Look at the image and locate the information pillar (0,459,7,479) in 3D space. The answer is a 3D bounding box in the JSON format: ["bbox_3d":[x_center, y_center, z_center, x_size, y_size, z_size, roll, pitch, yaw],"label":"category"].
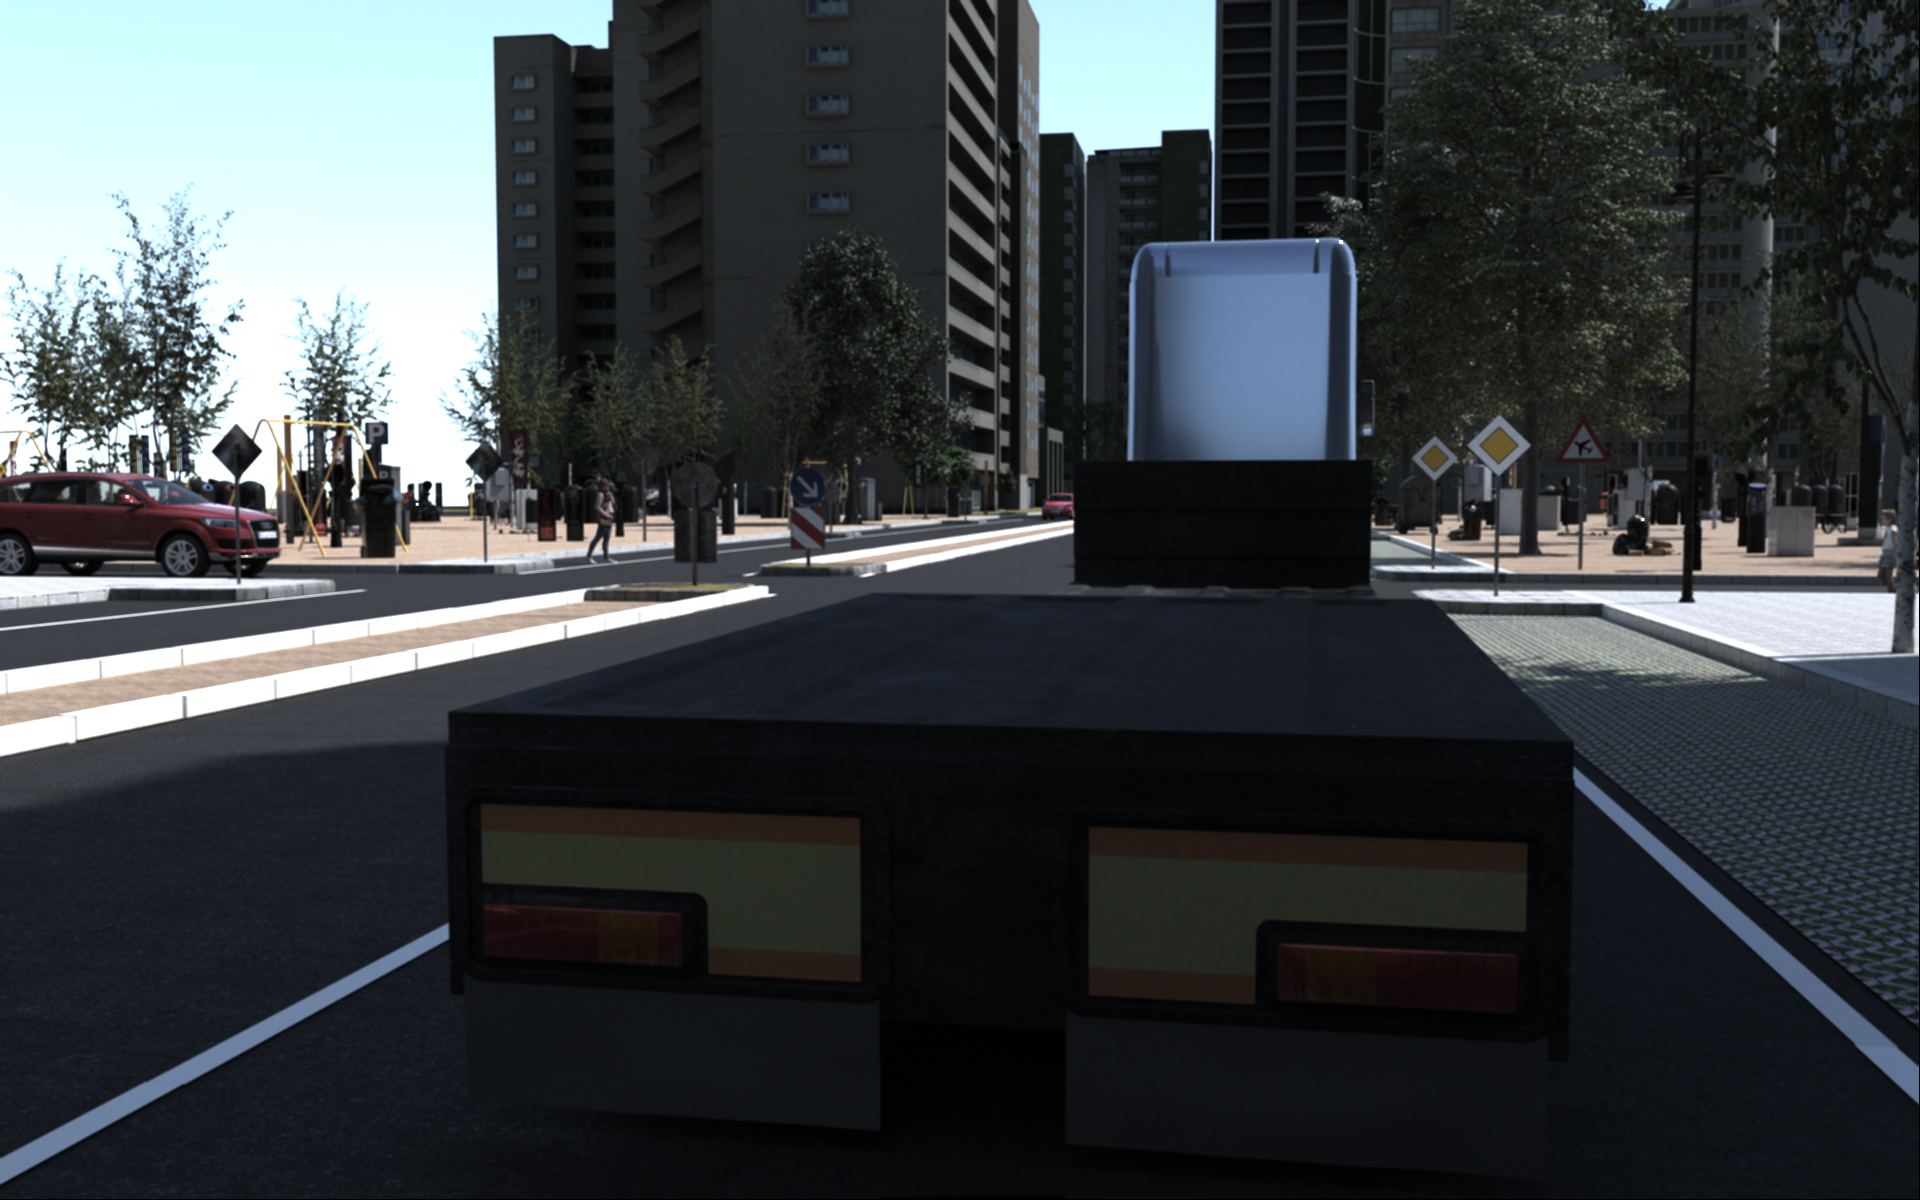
[{"bbox_3d":[-63.847,-7.604,115.688,0.183,3.616,0.504,2,4,24],"label":"information pillar"}]

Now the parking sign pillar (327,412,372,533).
[{"bbox_3d":[-20.488,-4.225,57.551,1.447,3.967,1.447,-1,4,-23],"label":"parking sign pillar"}]

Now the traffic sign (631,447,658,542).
[{"bbox_3d":[-8.525,-2.853,46.754,0.768,2.556,0.104,1,4,11],"label":"traffic sign"}]

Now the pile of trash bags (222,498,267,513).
[{"bbox_3d":[-39.355,-5.247,95.536,1.912,1.369,3.447,-1,4,-12],"label":"pile of trash bags"}]

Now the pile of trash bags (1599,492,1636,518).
[{"bbox_3d":[36.388,-5.159,94.107,3.447,1.369,1.912,0,4,-7],"label":"pile of trash bags"}]

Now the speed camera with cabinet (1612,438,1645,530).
[{"bbox_3d":[24.070,-4.162,62.382,0.660,3.252,2.038,0,4,7],"label":"speed camera with cabinet"}]

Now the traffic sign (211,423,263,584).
[{"bbox_3d":[-10.268,-1.282,24.608,0.795,2.450,0.064,1,4,10],"label":"traffic sign"}]

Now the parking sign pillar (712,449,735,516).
[{"bbox_3d":[-13.983,-6.976,102.533,1.447,3.967,1.447,-2,4,-24],"label":"parking sign pillar"}]

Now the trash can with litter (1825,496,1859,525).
[{"bbox_3d":[36.699,-3.717,71.829,2.233,1.210,1.678,2,4,35],"label":"trash can with litter"}]

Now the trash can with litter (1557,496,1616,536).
[{"bbox_3d":[19.301,-2.580,53.247,2.233,1.210,1.678,-1,4,-10],"label":"trash can with litter"}]

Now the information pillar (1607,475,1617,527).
[{"bbox_3d":[25.351,-3.843,67.320,0.304,2.012,0.304,2,4,26],"label":"information pillar"}]

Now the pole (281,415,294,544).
[{"bbox_3d":[-17.267,-3.101,44.543,0.158,3.312,0.155,0,3,0],"label":"pole"}]

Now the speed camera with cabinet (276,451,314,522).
[{"bbox_3d":[-30.381,-5.187,79.142,0.660,3.252,2.038,1,4,16],"label":"speed camera with cabinet"}]

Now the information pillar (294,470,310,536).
[{"bbox_3d":[-20.248,-2.993,53.426,0.304,2.012,0.304,-1,4,-12],"label":"information pillar"}]

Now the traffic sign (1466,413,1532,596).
[{"bbox_3d":[6.722,-1.102,21.665,0.795,2.450,0.064,1,4,10],"label":"traffic sign"}]

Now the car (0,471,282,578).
[{"bbox_3d":[-14.286,-1.287,29.710,5.304,1.827,2.281,1,4,9],"label":"car"}]

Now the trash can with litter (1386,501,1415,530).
[{"bbox_3d":[15.736,-3.055,61.333,0.624,1.170,1.055,-1,4,-14],"label":"trash can with litter"}]

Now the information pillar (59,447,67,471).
[{"bbox_3d":[-44.757,-5.820,86.507,0.183,3.616,0.504,1,4,12],"label":"information pillar"}]

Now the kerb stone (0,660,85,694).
[{"bbox_3d":[-6.802,0.568,12.917,0.120,0.150,1.000,1,4,10],"label":"kerb stone"}]

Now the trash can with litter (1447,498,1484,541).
[{"bbox_3d":[13.932,-2.230,47.855,0.624,1.170,1.055,-3,4,-36],"label":"trash can with litter"}]

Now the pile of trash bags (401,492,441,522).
[{"bbox_3d":[-25.637,-4.259,79.379,1.912,1.369,3.447,2,4,32],"label":"pile of trash bags"}]

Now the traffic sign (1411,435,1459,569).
[{"bbox_3d":[8.081,-1.584,29.534,0.795,2.450,0.064,1,4,10],"label":"traffic sign"}]

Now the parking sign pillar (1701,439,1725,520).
[{"bbox_3d":[37.290,-5.956,85.853,1.447,3.967,1.447,-3,5,-43],"label":"parking sign pillar"}]

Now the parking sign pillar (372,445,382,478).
[{"bbox_3d":[-25.165,-5.243,74.203,1.447,3.967,1.447,0,4,1],"label":"parking sign pillar"}]

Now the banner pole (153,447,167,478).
[{"bbox_3d":[-42.053,-6.193,91.274,0.863,3.779,0.401,-2,4,-30],"label":"banner pole"}]

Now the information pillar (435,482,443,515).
[{"bbox_3d":[-32.435,-6.319,107.807,0.304,2.012,0.304,2,4,28],"label":"information pillar"}]

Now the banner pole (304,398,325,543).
[{"bbox_3d":[-16.754,-3.363,45.005,0.863,3.779,0.401,2,4,32],"label":"banner pole"}]

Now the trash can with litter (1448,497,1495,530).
[{"bbox_3d":[18.848,-3.173,62.941,1.678,1.210,2.233,-3,5,-42],"label":"trash can with litter"}]

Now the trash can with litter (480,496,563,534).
[{"bbox_3d":[-14.252,-2.763,56.236,2.233,1.210,1.678,-1,4,-21],"label":"trash can with litter"}]

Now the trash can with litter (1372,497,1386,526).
[{"bbox_3d":[17.077,-3.578,69.895,1.055,1.170,0.624,-3,5,-43],"label":"trash can with litter"}]

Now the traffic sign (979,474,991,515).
[{"bbox_3d":[1.524,-6.559,107.347,0.768,2.556,0.104,1,4,17],"label":"traffic sign"}]

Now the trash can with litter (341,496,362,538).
[{"bbox_3d":[-17.658,-2.474,51.505,1.678,1.210,2.233,2,4,35],"label":"trash can with litter"}]

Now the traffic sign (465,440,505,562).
[{"bbox_3d":[-8.909,-1.764,32.477,0.795,2.450,0.064,1,4,10],"label":"traffic sign"}]

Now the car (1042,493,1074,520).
[{"bbox_3d":[5.743,-5.415,97.579,2.155,1.783,4.494,1,4,12],"label":"car"}]

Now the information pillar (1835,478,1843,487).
[{"bbox_3d":[40.820,-4.642,80.385,0.304,2.012,0.304,0,4,0],"label":"information pillar"}]

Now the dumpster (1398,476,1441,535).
[{"bbox_3d":[14.750,-3.048,55.589,1.264,1.857,1.865,1,4,10],"label":"dumpster"}]

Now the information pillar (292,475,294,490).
[{"bbox_3d":[-25.129,-3.707,65.094,0.304,2.012,0.304,2,4,33],"label":"information pillar"}]

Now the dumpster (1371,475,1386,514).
[{"bbox_3d":[19.269,-4.845,81.712,1.502,2.255,1.985,1,4,10],"label":"dumpster"}]

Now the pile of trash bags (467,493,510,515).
[{"bbox_3d":[-28.670,-5.825,104.987,3.447,1.369,1.912,2,4,35],"label":"pile of trash bags"}]

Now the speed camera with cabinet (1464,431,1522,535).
[{"bbox_3d":[16.921,-3.673,54.396,2.038,3.252,0.660,3,5,41],"label":"speed camera with cabinet"}]

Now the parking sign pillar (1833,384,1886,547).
[{"bbox_3d":[22.601,-3.330,42.920,1.447,3.967,1.447,2,4,33],"label":"parking sign pillar"}]

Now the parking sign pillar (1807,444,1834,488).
[{"bbox_3d":[44.034,-6.119,88.519,1.447,3.967,1.447,0,4,7],"label":"parking sign pillar"}]

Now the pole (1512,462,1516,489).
[{"bbox_3d":[26.936,-5.529,84.244,0.158,3.312,0.155,0,3,0],"label":"pole"}]

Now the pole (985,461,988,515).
[{"bbox_3d":[1.598,-6.817,105.305,0.158,3.312,0.155,0,3,0],"label":"pole"}]

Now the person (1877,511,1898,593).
[{"bbox_3d":[12.409,-0.579,22.986,0.382,1.210,0.505,1,4,14],"label":"person"}]

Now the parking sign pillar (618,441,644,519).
[{"bbox_3d":[-16.738,-6.100,88.199,1.447,3.967,1.447,-3,4,-37],"label":"parking sign pillar"}]

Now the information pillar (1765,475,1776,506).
[{"bbox_3d":[30.717,-3.744,65.703,0.304,2.012,0.304,3,5,44],"label":"information pillar"}]

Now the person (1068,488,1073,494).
[{"bbox_3d":[7.319,-6.563,115.770,1.348,1.831,0.705,0,4,-6],"label":"person"}]

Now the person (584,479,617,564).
[{"bbox_3d":[-7.424,-1.631,35.751,0.643,1.750,0.593,0,4,-3],"label":"person"}]

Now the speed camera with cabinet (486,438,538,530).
[{"bbox_3d":[-15.889,-4.142,62.056,2.038,3.252,0.660,-2,4,-31],"label":"speed camera with cabinet"}]

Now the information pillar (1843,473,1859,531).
[{"bbox_3d":[31.103,-3.421,60.424,0.304,2.012,0.304,0,4,-2],"label":"information pillar"}]

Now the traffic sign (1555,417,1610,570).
[{"bbox_3d":[10.505,-1.790,29.266,0.884,2.594,0.081,1,4,12],"label":"traffic sign"}]

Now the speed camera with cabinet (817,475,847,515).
[{"bbox_3d":[-7.873,-6.748,104.668,2.038,3.252,0.660,0,4,-7],"label":"speed camera with cabinet"}]

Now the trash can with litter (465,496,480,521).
[{"bbox_3d":[-23.598,-4.480,84.312,1.678,1.210,2.233,0,4,-1],"label":"trash can with litter"}]

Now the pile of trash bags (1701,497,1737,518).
[{"bbox_3d":[41.963,-5.231,95.272,3.447,1.369,1.912,-1,4,-20],"label":"pile of trash bags"}]

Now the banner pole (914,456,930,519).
[{"bbox_3d":[-1.980,-6.056,89.032,0.863,3.779,0.401,0,4,-2],"label":"banner pole"}]

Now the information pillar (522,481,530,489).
[{"bbox_3d":[-22.661,-5.263,90.534,0.304,2.012,0.304,1,4,20],"label":"information pillar"}]

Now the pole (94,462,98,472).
[{"bbox_3d":[-54.169,-7.020,108.623,0.158,3.312,0.155,0,3,0],"label":"pole"}]

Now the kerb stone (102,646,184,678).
[{"bbox_3d":[-6.626,0.508,13.926,0.120,0.150,1.000,1,4,10],"label":"kerb stone"}]
